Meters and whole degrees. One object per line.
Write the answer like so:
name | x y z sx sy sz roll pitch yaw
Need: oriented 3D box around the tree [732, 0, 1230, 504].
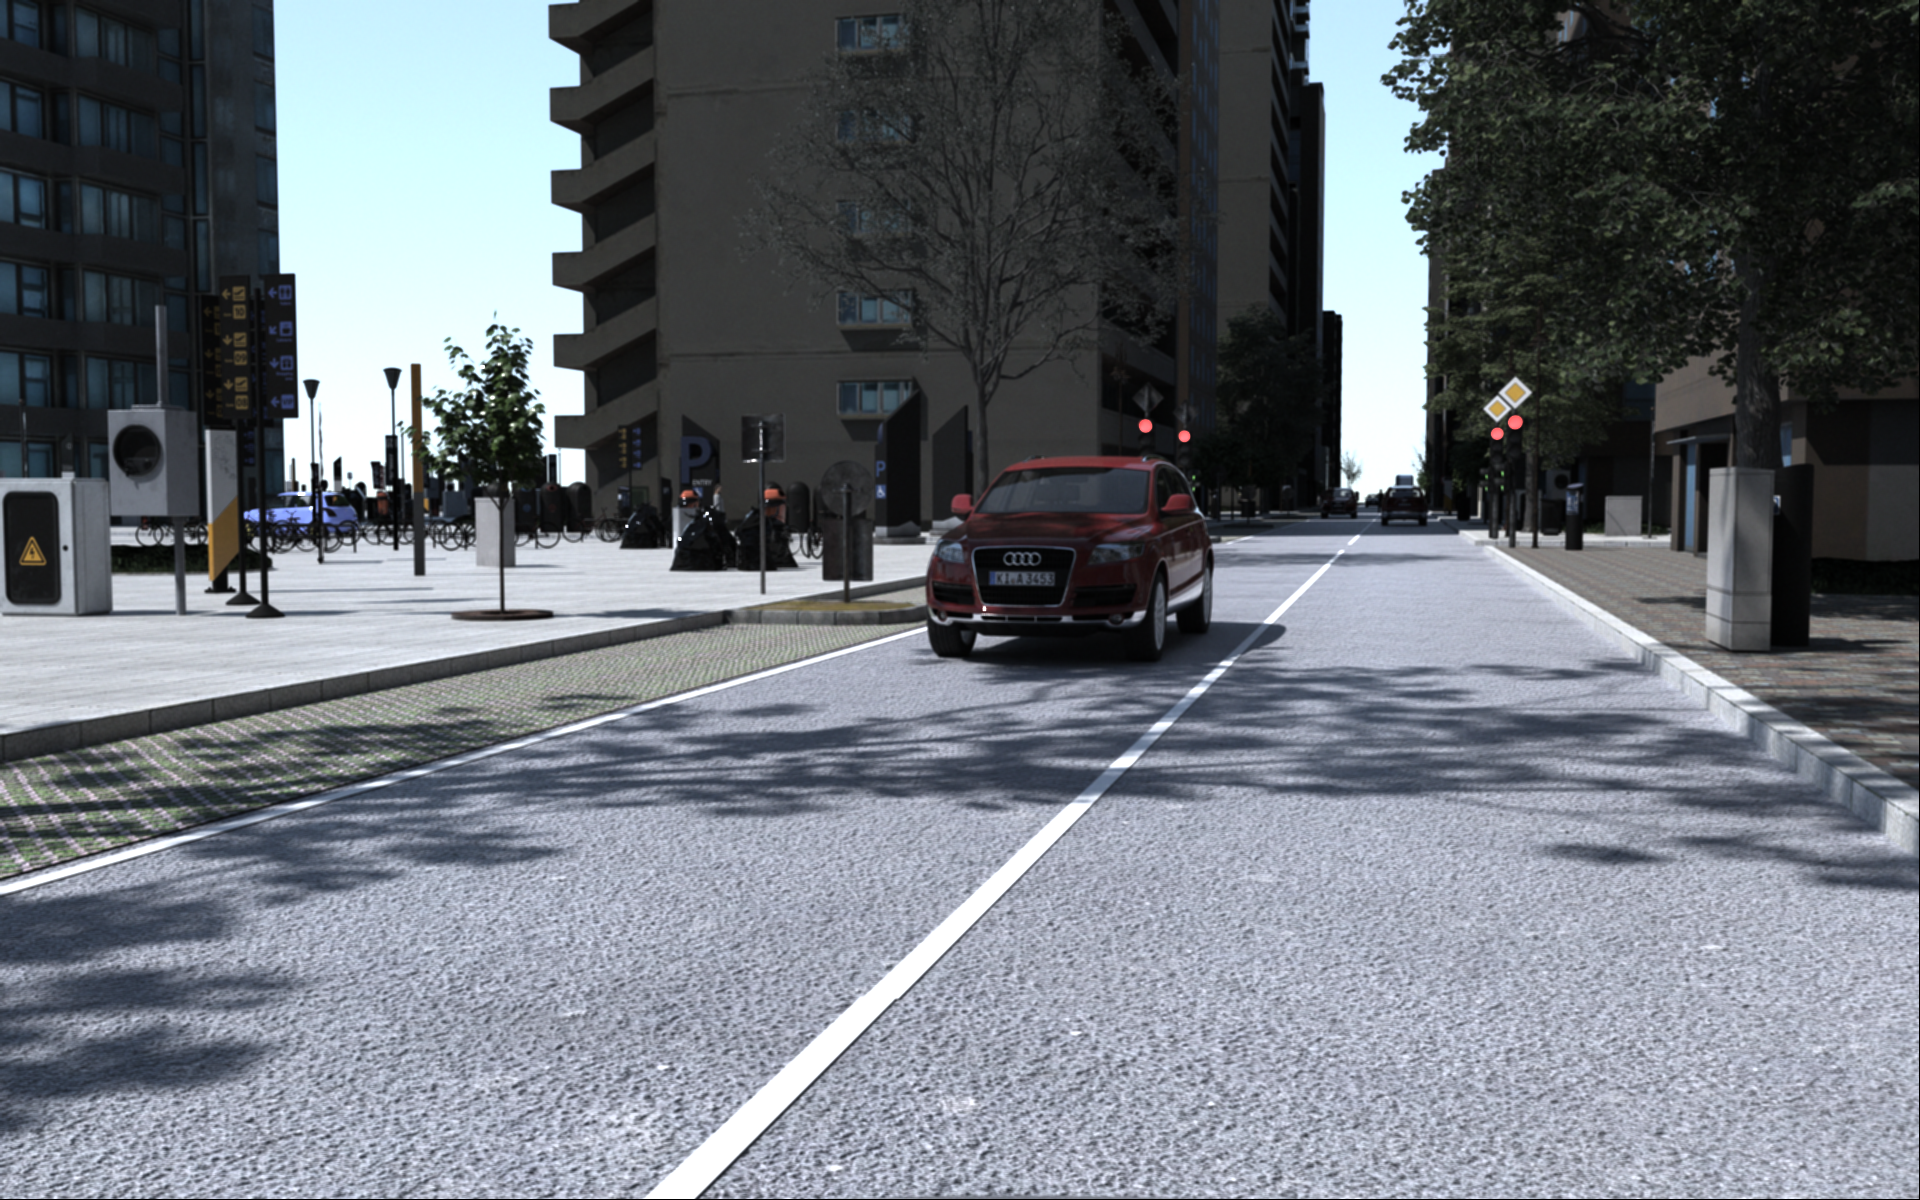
tree | 0.502 -7.695 36.176 12.009 13.543 11.850 0 3 0

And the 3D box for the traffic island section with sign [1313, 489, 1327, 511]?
traffic island section with sign | 31.084 -8.477 147.227 1.989 1.847 2.006 1 4 14

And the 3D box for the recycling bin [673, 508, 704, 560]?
recycling bin | -4.882 -1.180 31.845 0.722 1.027 0.722 -1 4 -16

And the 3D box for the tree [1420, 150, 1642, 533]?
tree | 19.081 -8.528 57.568 7.486 12.596 7.792 0 3 0

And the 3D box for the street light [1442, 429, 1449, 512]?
street light | 35.390 -9.396 126.408 0.468 5.910 1.993 1 4 14

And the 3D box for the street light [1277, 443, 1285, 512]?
street light | 22.608 -9.120 121.894 0.468 5.910 1.993 1 4 14

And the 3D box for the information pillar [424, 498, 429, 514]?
information pillar | -34.731 -7.410 112.514 0.504 3.616 0.183 1 4 16

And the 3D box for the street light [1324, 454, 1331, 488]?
street light | 41.233 -13.597 195.104 0.468 5.910 1.993 1 4 14

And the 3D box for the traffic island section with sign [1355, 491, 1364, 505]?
traffic island section with sign | 58.402 -15.037 254.489 1.989 1.847 2.006 1 4 14

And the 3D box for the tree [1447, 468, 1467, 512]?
tree | 35.034 -7.858 123.078 1.663 3.219 1.824 0 3 0

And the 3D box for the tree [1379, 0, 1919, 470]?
tree | 8.987 -6.873 19.023 9.857 13.997 8.962 0 3 0

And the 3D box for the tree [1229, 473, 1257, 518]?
tree | 15.525 -6.138 94.959 1.663 3.219 1.824 0 3 0

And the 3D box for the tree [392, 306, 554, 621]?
tree | -4.743 -1.434 18.049 1.663 3.219 1.824 0 3 0

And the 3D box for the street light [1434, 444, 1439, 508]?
street light | 44.145 -11.487 160.595 0.468 5.910 1.993 1 4 14

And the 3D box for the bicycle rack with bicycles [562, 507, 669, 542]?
bicycle rack with bicycles | -9.004 -2.054 46.958 2.925 0.926 2.852 0 4 7

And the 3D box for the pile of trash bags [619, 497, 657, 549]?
pile of trash bags | -6.962 -1.972 42.000 1.912 1.369 3.447 0 4 7

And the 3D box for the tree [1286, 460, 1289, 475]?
tree | 18.313 -7.449 105.497 4.285 4.588 4.351 0 3 0

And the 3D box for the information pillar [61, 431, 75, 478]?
information pillar | -33.216 -4.478 64.568 0.504 3.616 0.183 0 4 4

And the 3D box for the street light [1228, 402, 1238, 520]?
street light | 13.717 -6.990 87.069 0.468 5.910 1.993 1 4 14

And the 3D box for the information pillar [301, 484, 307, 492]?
information pillar | -50.065 -7.812 132.214 0.304 2.012 0.304 0 4 -7

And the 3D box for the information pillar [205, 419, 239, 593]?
information pillar | -9.593 -1.906 22.510 0.183 3.616 0.504 2 4 25

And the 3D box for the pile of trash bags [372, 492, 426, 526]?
pile of trash bags | -23.513 -3.807 71.994 1.912 1.369 3.447 0 4 -2

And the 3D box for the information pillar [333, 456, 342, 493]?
information pillar | -37.920 -6.989 105.627 0.504 3.616 0.183 0 4 -4

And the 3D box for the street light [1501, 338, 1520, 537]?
street light | 16.371 -4.821 51.614 0.468 5.910 1.993 1 4 14

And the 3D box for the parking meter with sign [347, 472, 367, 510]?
parking meter with sign | -47.783 -8.659 137.839 1.738 3.016 0.543 1 4 12

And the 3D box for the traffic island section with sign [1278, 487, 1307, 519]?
traffic island section with sign | 18.973 -5.569 99.689 1.989 1.847 2.006 1 4 14

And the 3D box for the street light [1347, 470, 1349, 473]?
street light | 61.744 -18.521 275.604 0.468 5.910 1.993 1 4 14

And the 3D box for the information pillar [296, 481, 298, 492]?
information pillar | -37.898 -5.762 98.695 0.304 2.012 0.304 -2 4 -24

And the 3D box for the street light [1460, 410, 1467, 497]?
street light | 25.218 -6.969 86.724 0.468 5.910 1.993 1 4 14

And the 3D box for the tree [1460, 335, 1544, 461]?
tree | 25.231 -8.004 81.233 4.737 8.622 4.395 0 3 0

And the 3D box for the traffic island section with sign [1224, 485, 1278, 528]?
traffic island section with sign | 12.270 -3.963 73.420 1.989 1.847 2.006 1 4 14

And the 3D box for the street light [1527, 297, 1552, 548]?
street light | 13.607 -4.160 40.801 0.468 5.910 1.993 1 4 14

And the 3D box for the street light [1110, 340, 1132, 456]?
street light | 4.839 -4.854 52.144 0.468 5.910 1.993 1 4 14

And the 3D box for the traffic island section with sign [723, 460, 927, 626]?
traffic island section with sign | -1.416 -0.678 19.715 1.989 1.847 2.006 1 4 14

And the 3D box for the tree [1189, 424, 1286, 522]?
tree | 12.120 -5.952 81.036 4.285 4.588 4.351 0 3 0

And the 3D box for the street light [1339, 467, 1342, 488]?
street light | 52.960 -16.401 240.944 0.468 5.910 1.993 1 4 14

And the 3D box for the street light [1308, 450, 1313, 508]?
street light | 32.546 -11.506 160.905 0.468 5.910 1.993 1 4 14

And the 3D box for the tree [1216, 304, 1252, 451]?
tree | 20.199 -12.719 114.610 9.857 13.997 8.962 0 3 0

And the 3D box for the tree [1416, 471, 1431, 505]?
tree | 57.054 -13.875 210.571 4.285 4.588 4.351 0 3 0

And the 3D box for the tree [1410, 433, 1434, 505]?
tree | 55.017 -15.430 202.640 4.360 8.622 3.978 0 3 0

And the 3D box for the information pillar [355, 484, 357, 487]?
information pillar | -42.760 -7.254 123.099 0.304 2.012 0.304 -3 5 -41

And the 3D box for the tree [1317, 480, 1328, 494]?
tree | 41.348 -12.563 200.008 1.663 3.219 1.824 0 3 0

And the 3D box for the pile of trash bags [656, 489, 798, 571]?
pile of trash bags | -3.706 -1.252 30.231 1.912 1.369 3.447 1 4 11

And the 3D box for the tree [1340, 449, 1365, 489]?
tree | 62.919 -20.103 279.046 4.360 8.622 3.978 0 3 0

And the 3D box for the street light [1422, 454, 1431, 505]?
street light | 55.819 -14.319 206.906 0.468 5.910 1.993 1 4 14

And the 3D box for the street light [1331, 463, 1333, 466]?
street light | 44.228 -14.310 206.757 0.468 5.910 1.993 1 4 14

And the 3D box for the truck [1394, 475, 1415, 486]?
truck | 60.728 -15.109 236.795 2.967 4.110 18.799 1 4 15

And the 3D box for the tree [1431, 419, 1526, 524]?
tree | 22.506 -5.509 73.788 4.285 4.588 4.351 0 3 0

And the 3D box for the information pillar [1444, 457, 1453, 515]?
information pillar | 29.454 -6.913 104.385 0.504 3.616 0.183 2 4 27

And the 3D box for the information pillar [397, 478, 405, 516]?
information pillar | -26.383 -4.723 81.719 0.304 2.012 0.304 1 4 23

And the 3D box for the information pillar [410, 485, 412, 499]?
information pillar | -43.281 -8.052 136.147 0.304 2.012 0.304 1 4 15
